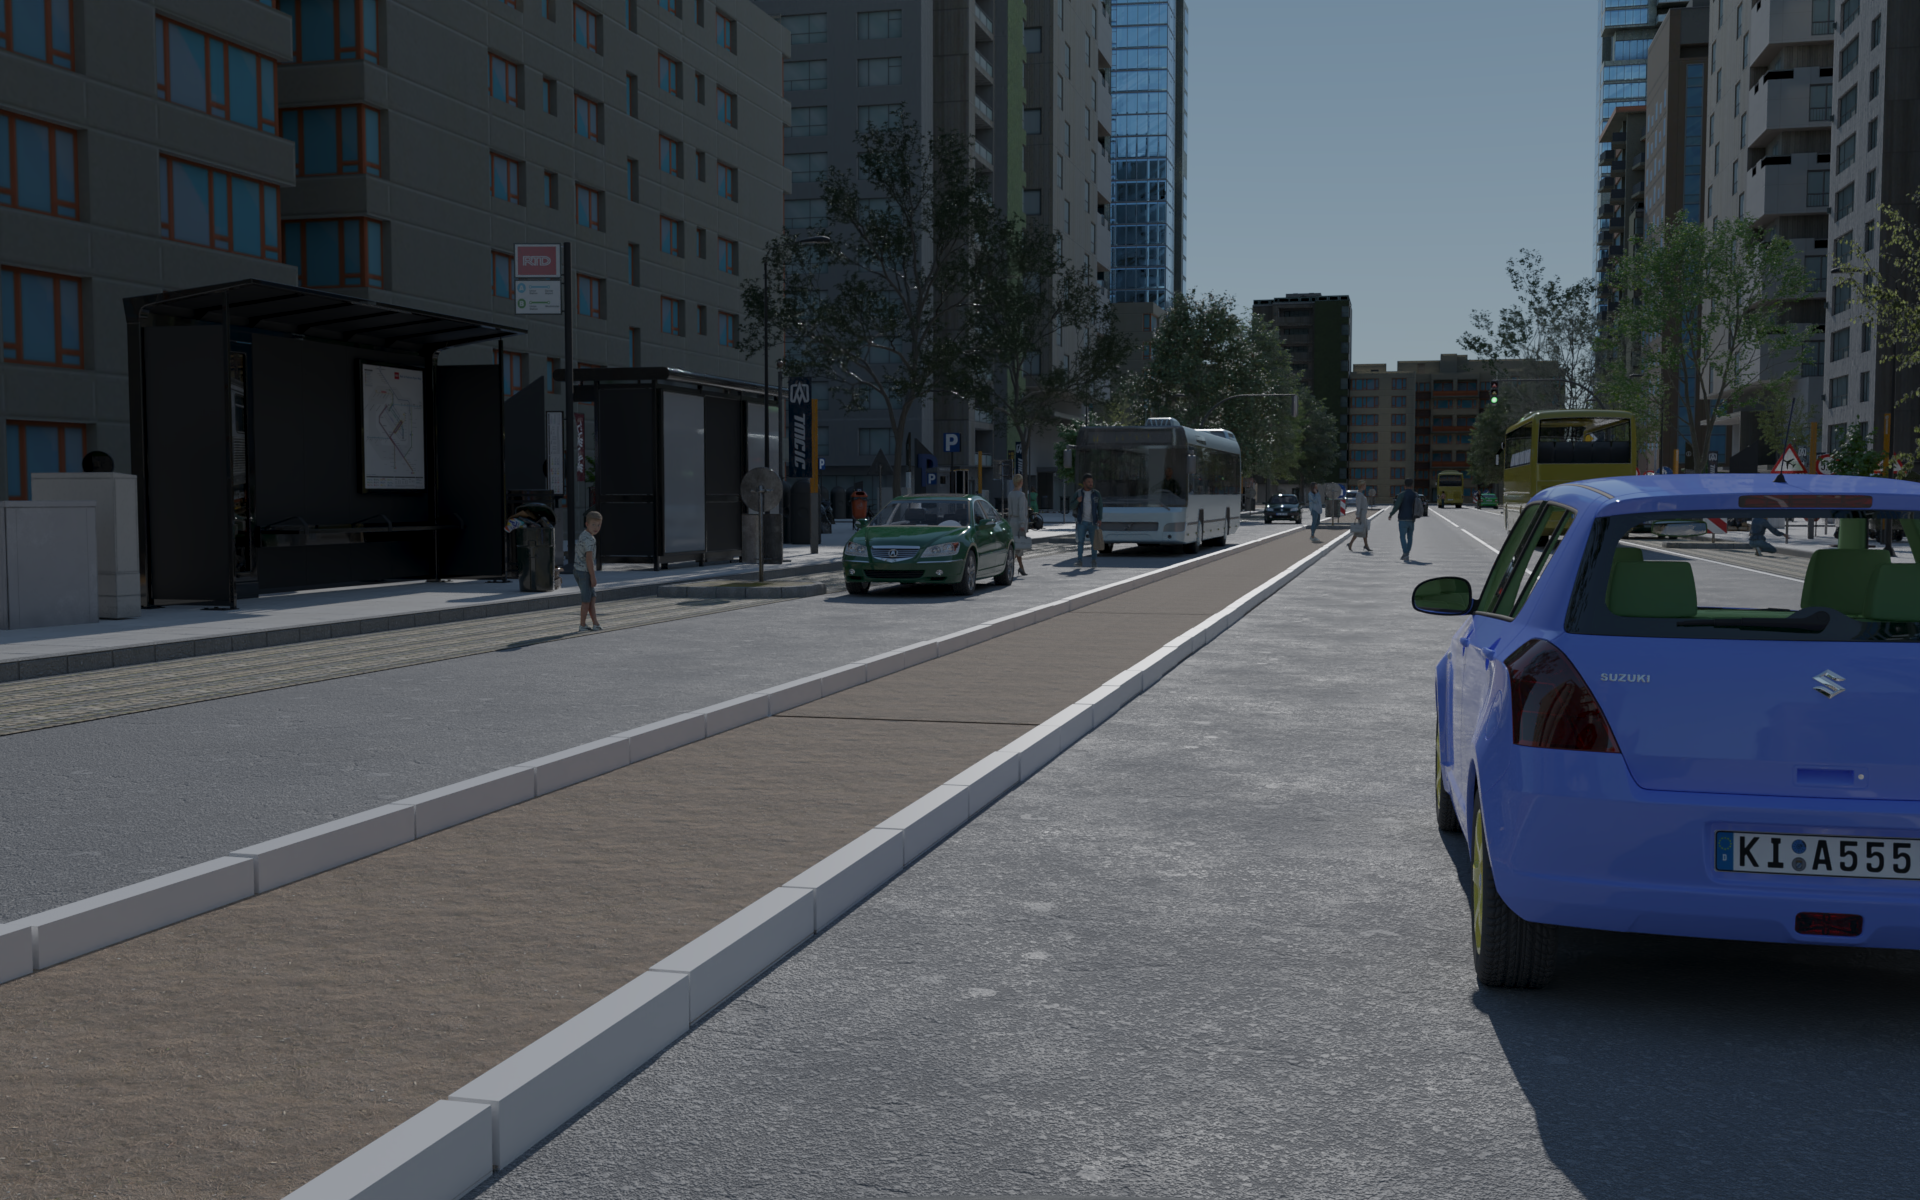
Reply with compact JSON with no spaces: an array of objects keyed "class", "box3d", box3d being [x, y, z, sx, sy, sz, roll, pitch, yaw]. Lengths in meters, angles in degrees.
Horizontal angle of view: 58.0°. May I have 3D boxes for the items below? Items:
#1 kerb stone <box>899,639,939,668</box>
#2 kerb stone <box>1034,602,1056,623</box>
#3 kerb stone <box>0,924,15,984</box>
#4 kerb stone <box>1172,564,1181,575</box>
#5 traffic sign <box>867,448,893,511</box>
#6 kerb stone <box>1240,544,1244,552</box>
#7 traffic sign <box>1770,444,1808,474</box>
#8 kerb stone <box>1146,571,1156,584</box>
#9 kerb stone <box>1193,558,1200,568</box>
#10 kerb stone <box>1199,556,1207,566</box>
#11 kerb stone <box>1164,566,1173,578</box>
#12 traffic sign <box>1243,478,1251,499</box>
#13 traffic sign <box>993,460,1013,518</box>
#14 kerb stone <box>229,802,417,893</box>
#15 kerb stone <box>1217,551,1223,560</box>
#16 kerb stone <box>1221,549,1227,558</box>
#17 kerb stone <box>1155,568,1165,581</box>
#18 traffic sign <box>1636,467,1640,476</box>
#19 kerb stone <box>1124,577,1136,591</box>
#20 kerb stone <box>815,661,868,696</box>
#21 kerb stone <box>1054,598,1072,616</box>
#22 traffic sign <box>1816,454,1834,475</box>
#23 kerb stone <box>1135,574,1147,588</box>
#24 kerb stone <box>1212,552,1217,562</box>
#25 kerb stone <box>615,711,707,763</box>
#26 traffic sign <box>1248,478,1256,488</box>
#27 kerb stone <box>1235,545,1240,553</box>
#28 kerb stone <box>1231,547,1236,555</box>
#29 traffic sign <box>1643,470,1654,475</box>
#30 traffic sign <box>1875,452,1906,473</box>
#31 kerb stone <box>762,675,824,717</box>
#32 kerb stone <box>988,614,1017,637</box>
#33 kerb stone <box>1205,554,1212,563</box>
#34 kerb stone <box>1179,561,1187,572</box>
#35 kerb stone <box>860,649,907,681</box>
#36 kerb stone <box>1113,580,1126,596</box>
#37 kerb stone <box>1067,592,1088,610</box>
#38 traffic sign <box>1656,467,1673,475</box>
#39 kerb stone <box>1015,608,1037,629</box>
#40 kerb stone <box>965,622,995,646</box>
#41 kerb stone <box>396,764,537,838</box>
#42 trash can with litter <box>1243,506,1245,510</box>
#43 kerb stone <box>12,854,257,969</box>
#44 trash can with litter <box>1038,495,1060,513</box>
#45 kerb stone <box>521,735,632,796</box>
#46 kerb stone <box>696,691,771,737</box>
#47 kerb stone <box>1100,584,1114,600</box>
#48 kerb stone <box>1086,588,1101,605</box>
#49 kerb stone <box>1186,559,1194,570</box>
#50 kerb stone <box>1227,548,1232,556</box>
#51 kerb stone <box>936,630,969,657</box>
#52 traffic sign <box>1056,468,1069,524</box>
[{"class":"kerb stone","box3d":[-0.385,0.464,14.615,0.120,0.150,1.000,1,4,14]},{"class":"kerb stone","box3d":[0.898,0.161,19.569,0.120,0.150,1.000,1,4,14]},{"class":"kerb stone","box3d":[-2.940,1.071,4.679,0.120,0.150,1.000,1,4,14]},{"class":"kerb stone","box3d":[3.716,-0.506,30.490,0.120,0.150,1.000,1,4,14]},{"class":"traffic sign","box3d":[-2.264,-3.015,49.295,0.884,2.594,0.081,1,4,22]},{"class":"kerb stone","box3d":[6.789,-1.236,42.399,0.120,0.150,1.000,1,4,14]},{"class":"traffic sign","box3d":[21.328,-2.728,44.609,0.884,2.594,0.081,1,4,16]},{"class":"kerb stone","box3d":[2.941,-0.325,27.510,0.120,0.150,1.000,1,4,14]},{"class":"kerb stone","box3d":[4.473,-0.689,33.466,0.120,0.150,1.000,1,4,14]},{"class":"kerb stone","box3d":[4.739,-0.750,34.463,0.120,0.150,1.000,1,4,14]},{"class":"kerb stone","box3d":[3.454,-0.447,29.502,0.120,0.150,1.000,1,4,14]},{"class":"traffic sign","box3d":[21.968,-8.149,133.341,0.768,2.556,0.104,1,4,16]},{"class":"traffic sign","box3d":[1.266,-3.017,51.456,0.606,2.300,0.079,1,4,19]},{"class":"kerb stone","box3d":[-2.431,0.950,6.666,0.120,0.150,1.000,1,4,14]},{"class":"kerb stone","box3d":[5.512,-0.932,37.442,0.120,0.150,1.000,1,4,14]},{"class":"kerb stone","box3d":[5.760,-0.991,38.436,0.120,0.150,1.000,1,4,14]},{"class":"kerb stone","box3d":[3.205,-0.386,28.510,0.120,0.150,1.000,1,4,14]},{"class":"traffic sign","box3d":[29.847,-4.708,77.083,0.768,2.556,0.104,1,4,17]},{"class":"kerb stone","box3d":[2.427,-0.200,25.521,0.120,0.150,1.000,1,4,14]},{"class":"kerb stone","box3d":[-0.897,0.589,12.627,0.120,0.150,1.000,1,4,14]},{"class":"kerb stone","box3d":[1.146,0.109,20.561,0.120,0.150,1.000,1,4,14]},{"class":"traffic sign","box3d":[27.354,-3.335,54.640,0.768,2.556,0.104,1,4,20]},{"class":"kerb stone","box3d":[2.688,-0.264,26.519,0.120,0.150,1.000,1,4,14]},{"class":"kerb stone","box3d":[5.247,-0.872,36.449,0.120,0.150,1.000,1,4,14]},{"class":"kerb stone","box3d":[-1.674,0.768,9.642,0.120,0.150,1.000,1,4,14]},{"class":"traffic sign","box3d":[22.480,-8.181,133.864,0.768,2.556,0.104,1,4,22]},{"class":"kerb stone","box3d":[6.527,-1.174,41.410,0.120,0.150,1.000,1,4,14]},{"class":"kerb stone","box3d":[6.268,-1.108,40.419,0.120,0.150,1.000,1,4,14]},{"class":"traffic sign","box3d":[36.851,-5.656,92.574,0.768,2.556,0.104,1,4,17]},{"class":"traffic sign","box3d":[24.022,-2.744,44.875,0.884,2.594,0.081,1,4,20]},{"class":"kerb stone","box3d":[-1.151,0.647,11.624,0.120,0.150,1.000,1,4,14]},{"class":"kerb stone","box3d":[0.383,0.282,17.590,0.120,0.150,1.000,1,4,14]},{"class":"kerb stone","box3d":[4.993,-0.809,35.454,0.120,0.150,1.000,1,4,14]},{"class":"kerb stone","box3d":[3.963,-0.568,31.486,0.120,0.150,1.000,1,4,14]},{"class":"kerb stone","box3d":[-0.637,0.525,13.618,0.120,0.150,1.000,1,4,14]},{"class":"kerb stone","box3d":[2.171,-0.143,24.527,0.120,0.150,1.000,1,4,14]},{"class":"kerb stone","box3d":[1.408,0.039,21.550,0.120,0.150,1.000,1,4,14]},{"class":"traffic sign","box3d":[32.582,-4.898,80.189,0.768,2.556,0.104,1,4,22]},{"class":"kerb stone","box3d":[0.638,0.224,18.580,0.120,0.150,1.000,1,4,14]},{"class":"kerb stone","box3d":[0.135,0.350,16.597,0.120,0.150,1.000,1,4,14]},{"class":"kerb stone","box3d":[-2.181,0.889,7.657,0.120,0.150,1.000,1,4,14]},{"class":"trash can with litter","box3d":[23.222,-8.082,143.532,1.055,1.170,0.624,-2,4,-24]},{"class":"kerb stone","box3d":[-2.688,1.019,5.678,0.120,0.150,1.000,1,4,14]},{"class":"trash can with litter","box3d":[6.065,-6.420,116.017,2.233,1.210,1.678,-1,4,-19]},{"class":"kerb stone","box3d":[-1.923,0.829,8.646,0.120,0.150,1.000,1,4,14]},{"class":"kerb stone","box3d":[-1.413,0.708,10.636,0.120,0.150,1.000,1,4,14]},{"class":"kerb stone","box3d":[1.916,-0.082,23.530,0.120,0.150,1.000,1,4,14]},{"class":"kerb stone","box3d":[1.660,-0.021,22.541,0.120,0.150,1.000,1,4,14]},{"class":"kerb stone","box3d":[4.224,-0.629,32.474,0.120,0.150,1.000,1,4,14]},{"class":"kerb stone","box3d":[6.017,-1.054,39.426,0.120,0.150,1.000,1,4,14]},{"class":"kerb stone","box3d":[-0.119,0.410,15.606,0.120,0.150,1.000,1,4,14]},{"class":"traffic sign","box3d":[4.460,-4.525,74.094,0.768,2.556,0.104,1,4,15]}]
